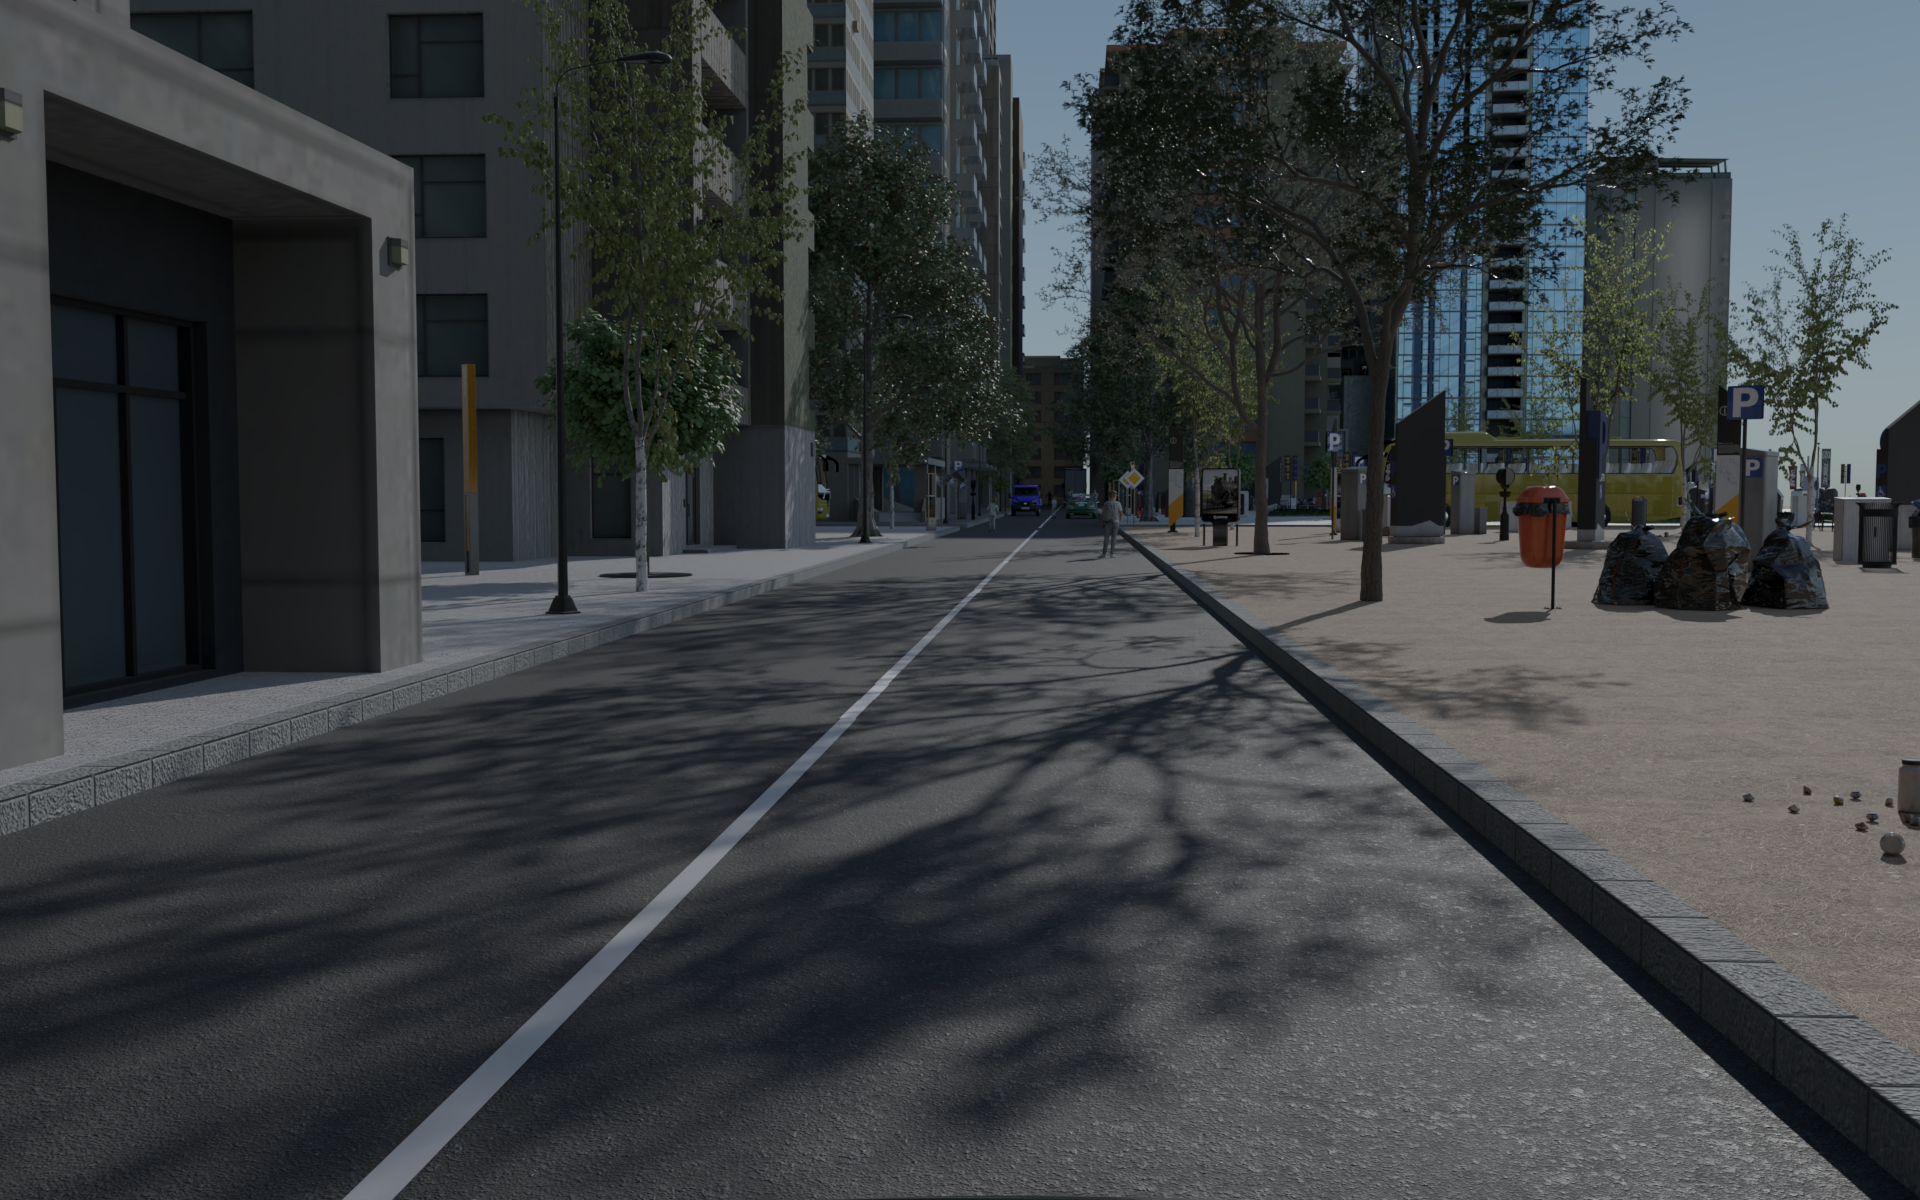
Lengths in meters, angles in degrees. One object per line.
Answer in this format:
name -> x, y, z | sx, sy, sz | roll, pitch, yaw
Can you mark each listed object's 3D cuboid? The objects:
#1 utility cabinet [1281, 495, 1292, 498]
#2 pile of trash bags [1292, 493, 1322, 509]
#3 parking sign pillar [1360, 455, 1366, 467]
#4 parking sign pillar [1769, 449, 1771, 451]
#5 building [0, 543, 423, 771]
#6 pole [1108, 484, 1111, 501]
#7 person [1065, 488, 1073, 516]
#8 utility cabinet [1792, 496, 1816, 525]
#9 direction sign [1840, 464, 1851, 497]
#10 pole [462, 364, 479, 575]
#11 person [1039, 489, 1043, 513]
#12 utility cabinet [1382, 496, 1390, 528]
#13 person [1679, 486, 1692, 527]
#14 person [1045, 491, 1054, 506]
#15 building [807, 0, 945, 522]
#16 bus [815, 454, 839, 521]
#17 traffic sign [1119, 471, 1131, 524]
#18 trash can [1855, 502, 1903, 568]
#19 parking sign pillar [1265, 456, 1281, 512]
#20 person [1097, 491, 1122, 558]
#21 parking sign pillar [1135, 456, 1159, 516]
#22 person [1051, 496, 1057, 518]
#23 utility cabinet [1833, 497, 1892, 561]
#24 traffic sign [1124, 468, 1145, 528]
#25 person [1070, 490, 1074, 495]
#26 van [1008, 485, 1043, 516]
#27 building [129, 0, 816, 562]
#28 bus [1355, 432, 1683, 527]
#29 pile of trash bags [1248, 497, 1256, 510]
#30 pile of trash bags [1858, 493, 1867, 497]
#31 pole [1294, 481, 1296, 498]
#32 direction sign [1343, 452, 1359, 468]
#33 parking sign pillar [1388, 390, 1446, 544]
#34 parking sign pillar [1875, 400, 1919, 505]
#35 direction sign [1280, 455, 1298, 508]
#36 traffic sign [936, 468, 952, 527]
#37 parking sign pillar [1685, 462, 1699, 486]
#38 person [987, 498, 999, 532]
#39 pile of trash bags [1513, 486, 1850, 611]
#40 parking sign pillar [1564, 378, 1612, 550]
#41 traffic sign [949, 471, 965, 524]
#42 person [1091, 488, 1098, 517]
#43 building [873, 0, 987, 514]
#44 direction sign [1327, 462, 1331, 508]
utility cabinet -> 24.505, -7.310, 130.680 | 1.020, 1.237, 0.306 | 0, 4, 6
pile of trash bags -> 27.643, -7.808, 137.406 | 1.912, 1.369, 3.447 | -2, 4, -33
parking sign pillar -> 27.534, -7.976, 118.874 | 1.447, 3.967, 1.447 | 0, 4, 2
parking sign pillar -> 47.612, -7.011, 103.107 | 1.447, 3.967, 1.447 | -2, 4, -24
building -> -14.577, -34.798, 7.207 | 20.563, 71.187, 20.611 | 0, 4, 4
pole -> 12.484, -9.226, 144.695 | 0.158, 3.312, 0.155 | 0, 3, 0
person -> 7.184, -6.435, 113.895 | 0.473, 1.802, 0.592 | -1, 4, -11
utility cabinet -> 35.489, -3.774, 72.870 | 1.020, 1.237, 0.306 | -1, 4, -23
direction sign -> 66.333, -8.426, 129.765 | 0.379, 3.537, 0.876 | -1, 4, -21
pole -> -7.719, -2.046, 27.297 | 0.158, 3.312, 0.155 | 0, 3, 0
person -> 6.069, -7.523, 131.597 | 0.616, 1.811, 0.778 | -1, 4, -15
utility cabinet -> 15.263, -3.053, 61.074 | 1.020, 1.237, 0.306 | -3, 4, -39
person -> 29.445, -3.742, 70.228 | 0.362, 1.759, 0.519 | -2, 4, -28
person -> 11.083, -12.570, 214.152 | 1.348, 1.807, 0.705 | -1, 4, -9
building -> -17.215, -24.136, 86.501 | 32.217, 40.220, 23.993 | 0, 4, 4
bus -> -11.289, -4.901, 71.672 | 12.252, 3.916, 2.896 | 0, 4, 5
traffic sign -> 7.198, -4.325, 74.360 | 0.795, 2.450, 0.064 | 0, 4, 4
trash can -> 15.971, -1.130, 30.134 | 0.748, 1.137, 0.748 | 0, 3, 0
parking sign pillar -> 22.207, -8.255, 123.443 | 1.447, 3.967, 1.447 | -1, 4, -14
person -> 3.372, -1.705, 38.980 | 0.503, 1.515, 0.523 | -2, 4, -24
parking sign pillar -> 11.069, -6.986, 102.699 | 1.447, 3.967, 1.447 | 3, 4, 38
person -> 5.502, -5.449, 101.869 | 0.394, 1.301, 0.425 | 2, 4, 28
utility cabinet -> 17.405, -1.361, 33.414 | 1.020, 1.237, 0.306 | -1, 4, -9
traffic sign -> 6.676, -3.838, 66.392 | 0.795, 2.450, 0.064 | 0, 4, 4
person -> 9.455, -8.384, 145.823 | 0.600, 1.795, 0.529 | -1, 4, -10
van -> 4.351, -6.735, 114.506 | 2.240, 2.365, 5.245 | 0, 4, 3
building -> -11.230, -16.288, 38.008 | 14.160, 30.474, 14.107 | 0, 4, 4
bus -> 22.166, -4.738, 69.016 | 12.252, 3.916, 2.896 | 0, 4, 4
pile of trash bags -> 22.844, -7.878, 138.563 | 1.912, 1.369, 3.447 | 1, 4, 10
pile of trash bags -> 47.503, -5.036, 92.088 | 3.447, 1.369, 1.912 | 1, 4, 12
pole -> 25.729, -8.511, 132.994 | 0.158, 3.312, 0.155 | 0, 3, 0
direction sign -> 20.967, -6.180, 93.034 | 0.876, 3.537, 0.379 | -1, 4, -10
parking sign pillar -> 11.857, -3.450, 44.877 | 1.447, 3.967, 1.447 | 0, 4, -8
parking sign pillar -> 26.216, -3.659, 48.303 | 1.447, 3.967, 1.447 | -1, 4, -18
direction sign -> 19.323, -6.677, 101.167 | 0.876, 3.537, 0.379 | -2, 4, -23
traffic sign -> -0.702, -3.869, 66.894 | 0.795, 2.450, 0.064 | 0, 4, 4
parking sign pillar -> 60.070, -9.417, 142.438 | 1.447, 3.967, 1.447 | -2, 4, -26
person -> 1.214, -3.186, 64.865 | 0.425, 1.301, 0.394 | -1, 4, -15
pile of trash bags -> 7.950, -0.613, 19.783 | 3.447, 1.369, 1.912 | -1, 4, -11
parking sign pillar -> 14.847, -3.192, 40.655 | 1.447, 3.967, 1.447 | 2, 4, 29
traffic sign -> -0.179, -4.356, 74.862 | 0.795, 2.450, 0.064 | 0, 4, 4
person -> 8.284, -6.031, 107.283 | 0.511, 1.800, 0.466 | 2, 4, 27
building -> -9.642, -30.664, 120.971 | 23.786, 49.044, 30.456 | 0, 4, 4
direction sign -> 26.256, -8.026, 123.214 | 0.379, 3.537, 0.876 | 2, 4, 28
